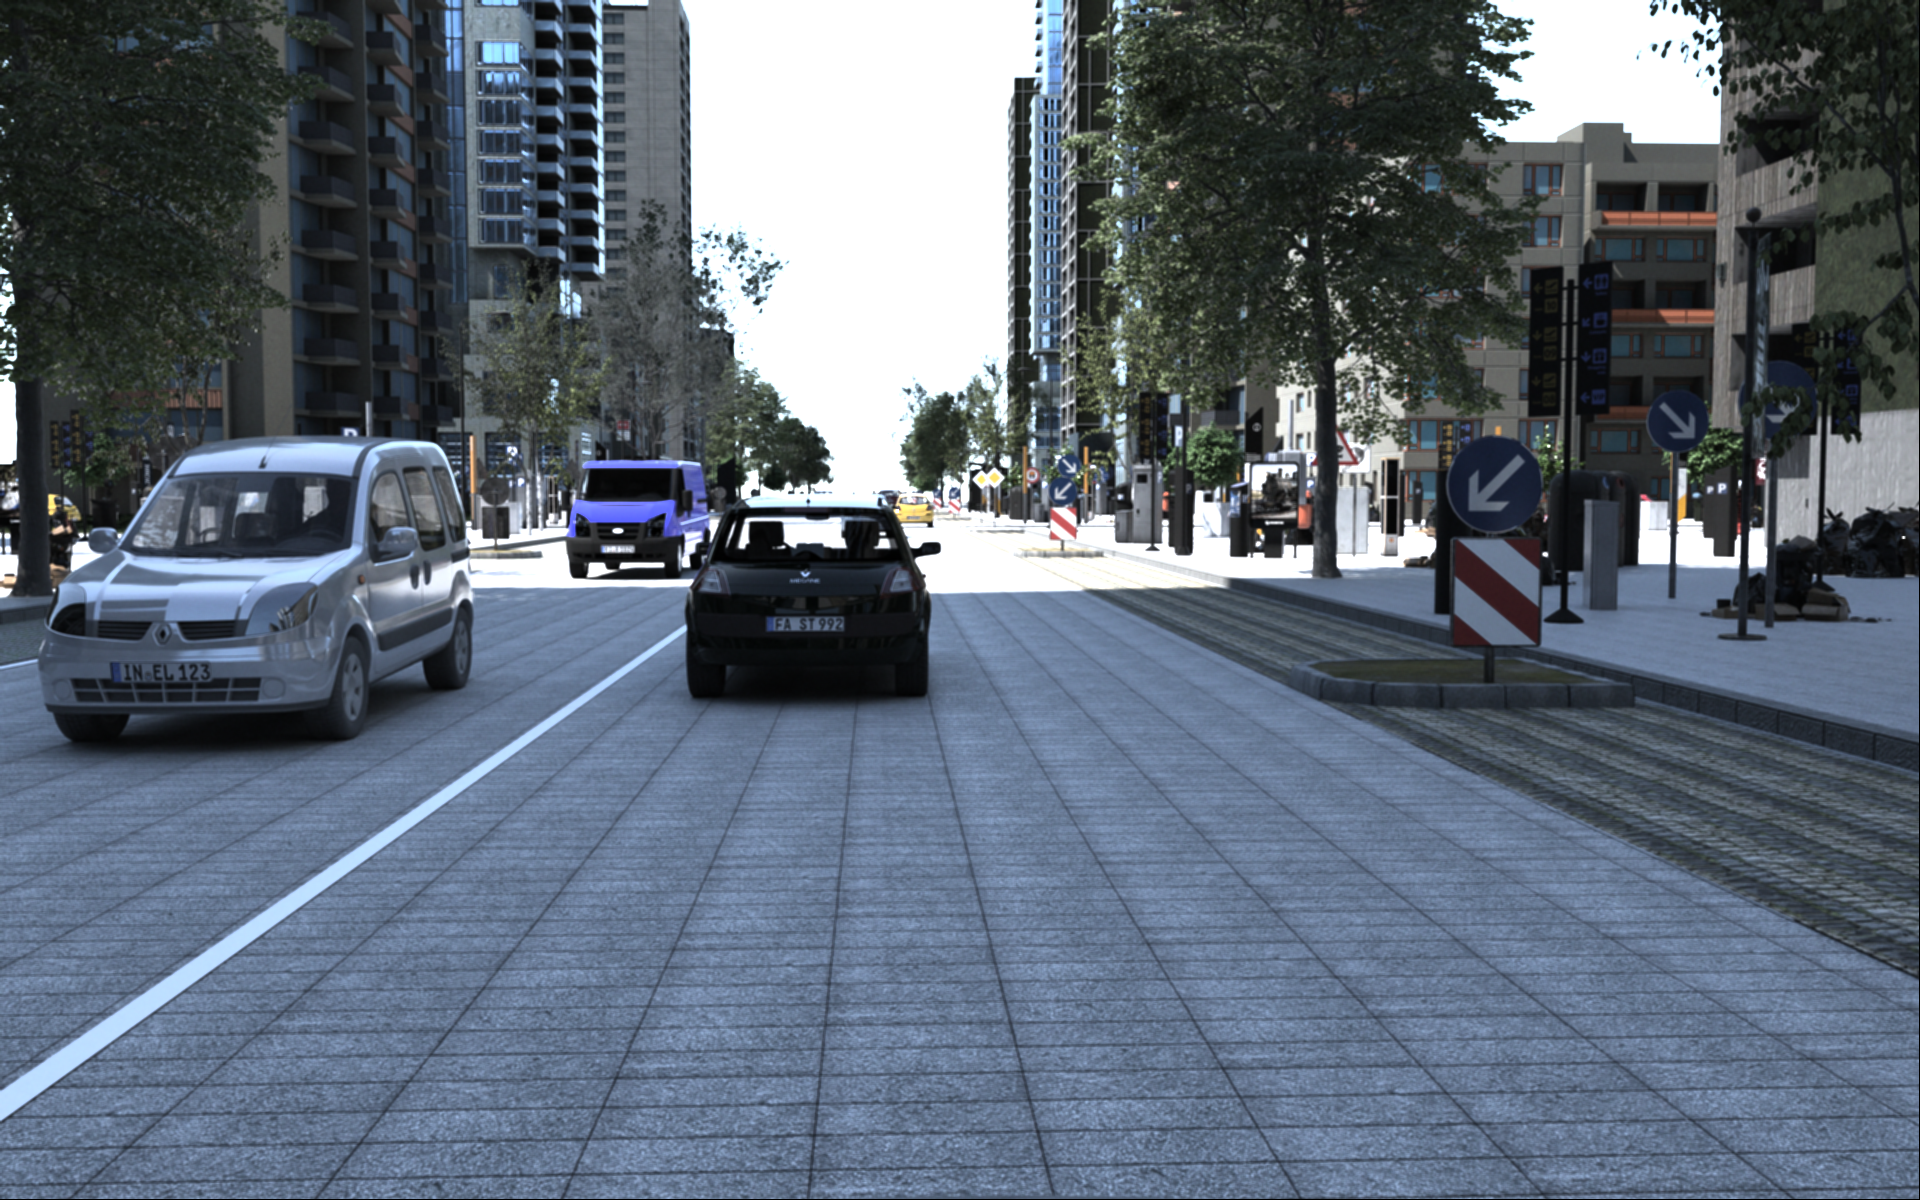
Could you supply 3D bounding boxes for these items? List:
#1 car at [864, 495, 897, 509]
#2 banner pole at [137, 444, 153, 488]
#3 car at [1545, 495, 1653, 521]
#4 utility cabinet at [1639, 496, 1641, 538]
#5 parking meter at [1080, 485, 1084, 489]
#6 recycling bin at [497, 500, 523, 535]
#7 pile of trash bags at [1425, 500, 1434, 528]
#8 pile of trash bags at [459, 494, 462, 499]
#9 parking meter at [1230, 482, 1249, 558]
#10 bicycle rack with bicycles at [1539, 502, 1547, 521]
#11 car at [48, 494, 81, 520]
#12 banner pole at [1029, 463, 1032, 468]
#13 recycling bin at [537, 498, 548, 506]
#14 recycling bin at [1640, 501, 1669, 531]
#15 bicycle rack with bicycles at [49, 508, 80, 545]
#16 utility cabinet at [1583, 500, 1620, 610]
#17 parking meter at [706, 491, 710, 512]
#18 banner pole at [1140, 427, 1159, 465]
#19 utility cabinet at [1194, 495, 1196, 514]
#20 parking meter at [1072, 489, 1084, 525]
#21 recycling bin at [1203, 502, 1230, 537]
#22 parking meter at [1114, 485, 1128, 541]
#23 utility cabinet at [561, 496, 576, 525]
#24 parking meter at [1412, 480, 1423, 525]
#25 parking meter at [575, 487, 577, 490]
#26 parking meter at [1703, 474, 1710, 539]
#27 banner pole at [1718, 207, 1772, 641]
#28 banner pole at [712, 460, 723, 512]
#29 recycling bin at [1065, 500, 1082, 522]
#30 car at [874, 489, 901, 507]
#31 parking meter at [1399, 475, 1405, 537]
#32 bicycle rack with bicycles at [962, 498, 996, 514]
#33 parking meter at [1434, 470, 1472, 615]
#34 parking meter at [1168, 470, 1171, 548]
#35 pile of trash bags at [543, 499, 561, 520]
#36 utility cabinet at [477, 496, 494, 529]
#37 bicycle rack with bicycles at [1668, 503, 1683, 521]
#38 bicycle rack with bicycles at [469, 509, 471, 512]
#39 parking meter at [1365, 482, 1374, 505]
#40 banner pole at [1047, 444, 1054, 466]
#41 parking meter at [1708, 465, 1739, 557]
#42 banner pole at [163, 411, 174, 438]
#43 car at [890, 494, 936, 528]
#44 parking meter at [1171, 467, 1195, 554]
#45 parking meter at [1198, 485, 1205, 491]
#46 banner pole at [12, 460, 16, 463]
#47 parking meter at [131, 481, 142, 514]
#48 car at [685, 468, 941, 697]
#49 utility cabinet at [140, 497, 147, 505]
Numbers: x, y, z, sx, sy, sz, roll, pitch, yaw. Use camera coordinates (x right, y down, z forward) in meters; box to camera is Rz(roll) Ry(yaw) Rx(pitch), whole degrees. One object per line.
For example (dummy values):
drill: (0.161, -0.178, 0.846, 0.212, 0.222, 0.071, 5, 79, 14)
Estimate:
car: (-3.089, -2.799, 57.760, 2.014, 1.417, 4.499, 0, 4, -3)
banner pole: (-40.776, -5.905, 86.560, 0.863, 3.779, 0.401, -2, 4, -31)
car: (25.630, -3.677, 69.163, 4.494, 1.783, 2.155, 0, 4, -4)
utility cabinet: (19.291, -2.405, 50.490, 0.306, 1.237, 1.020, -3, 5, -42)
parking meter: (7.465, -6.089, 105.263, 0.255, 1.863, 0.399, -2, 4, -31)
recycling bin: (-14.288, -2.590, 54.898, 0.722, 1.027, 0.722, 0, 4, -6)
pile of trash bags: (18.352, -3.160, 61.416, 3.447, 1.369, 1.912, 0, 4, -3)
pile of trash bags: (-26.433, -4.679, 86.254, 3.447, 1.369, 1.912, 1, 4, 12)
parking meter: (5.663, -1.634, 35.132, 0.372, 1.533, 0.369, 0, 3, 0)
bicycle rack with bicycles: (26.149, -4.077, 80.038, 2.925, 0.926, 2.852, -3, 5, -39)
car: (-36.133, -3.458, 66.757, 3.980, 1.641, 2.015, 0, 4, -2)
banner pole: (5.707, -9.190, 140.268, 0.401, 3.779, 0.863, 2, 4, 25)
recycling bin: (-26.734, -5.982, 110.362, 0.722, 1.027, 0.722, 1, 4, 16)
recycling bin: (24.087, -2.907, 60.081, 0.722, 1.027, 0.722, 0, 4, 3)
bicycle rack with bicycles: (-23.693, -1.860, 43.796, 2.852, 0.926, 2.925, -2, 4, -31)
utility cabinet: (7.251, -0.515, 19.587, 0.306, 1.237, 1.020, 1, 4, 15)
parking meter: (-17.632, -6.884, 120.961, 0.372, 1.533, 0.369, 0, 3, 0)
banner pole: (6.236, -4.068, 56.532, 0.863, 3.779, 0.401, -1, 4, -21)
utility cabinet: (14.997, -5.982, 108.962, 1.020, 1.237, 0.306, -1, 4, -19)
parking meter: (4.886, -3.923, 72.545, 0.372, 1.533, 0.369, 0, 3, 0)
recycling bin: (7.786, -2.418, 52.084, 0.722, 1.027, 0.722, -3, 5, -45)
parking meter: (4.396, -2.371, 47.172, 0.372, 1.533, 0.369, 0, 3, 0)
utility cabinet: (-15.924, -3.672, 71.199, 1.020, 1.237, 0.306, 2, 4, 29)
parking meter: (19.285, -4.115, 72.998, 0.399, 1.863, 0.255, 0, 4, 0)
parking meter: (-31.331, -8.307, 141.526, 0.255, 1.863, 0.399, -2, 4, -23)
parking meter: (21.642, -2.699, 49.835, 0.399, 1.863, 0.255, 3, 5, 43)
banner pole: (6.886, -1.529, 15.013, 0.401, 3.779, 0.863, 1, 4, 12)
banner pole: (-17.803, -8.398, 127.322, 0.863, 3.779, 0.401, 0, 4, -4)
recycling bin: (5.387, -4.323, 83.243, 0.722, 1.027, 0.722, 2, 4, 23)
car: (-4.895, -6.880, 121.169, 2.281, 1.827, 5.304, 0, 4, -2)
parking meter: (13.134, -2.831, 51.998, 0.255, 1.863, 0.399, -3, 5, -43)
bicycle rack with bicycles: (1.939, -6.095, 113.039, 2.925, 0.926, 2.852, 1, 4, 12)
parking meter: (5.283, -0.619, 18.533, 0.372, 1.533, 0.369, 0, 3, 0)
parking meter: (5.148, -2.195, 41.599, 0.255, 1.863, 0.399, 1, 4, 12)
pile of trash bags: (-19.588, -4.696, 86.530, 1.912, 1.369, 3.447, 1, 4, 15)
utility cabinet: (-17.093, -3.177, 63.108, 1.020, 1.237, 0.306, 0, 4, 5)
bicycle rack with bicycles: (32.778, -4.245, 82.783, 2.852, 0.926, 2.925, -1, 4, -8)
bicycle rack with bicycles: (-37.593, -6.891, 126.043, 2.925, 0.926, 2.852, 2, 4, 26)
parking meter: (18.934, -4.554, 80.161, 0.399, 1.863, 0.255, 0, 4, 8)
banner pole: (4.499, -5.861, 85.851, 0.401, 3.779, 0.863, 2, 4, 31)
parking meter: (15.549, -1.805, 35.222, 0.255, 1.863, 0.399, -2, 4, -34)
banner pole: (-23.792, -3.798, 52.121, 0.401, 3.779, 0.863, 0, 4, 1)
car: (-2.018, -3.942, 74.677, 2.015, 1.641, 3.980, 0, 4, -2)
parking meter: (4.801, -1.917, 37.059, 0.399, 1.863, 0.255, -3, 5, -40)
parking meter: (15.297, -6.368, 109.835, 0.399, 1.863, 0.255, -2, 4, -28)
banner pole: (-60.320, -7.398, 110.982, 0.401, 3.779, 0.863, 2, 4, 31)
parking meter: (-36.365, -4.329, 76.483, 0.399, 1.863, 0.255, 1, 4, 17)
car: (-1.132, -0.236, 13.644, 2.009, 1.686, 4.222, 0, 4, -3)
utility cabinet: (-15.167, -1.354, 33.297, 1.020, 1.237, 0.306, 0, 4, -4)
